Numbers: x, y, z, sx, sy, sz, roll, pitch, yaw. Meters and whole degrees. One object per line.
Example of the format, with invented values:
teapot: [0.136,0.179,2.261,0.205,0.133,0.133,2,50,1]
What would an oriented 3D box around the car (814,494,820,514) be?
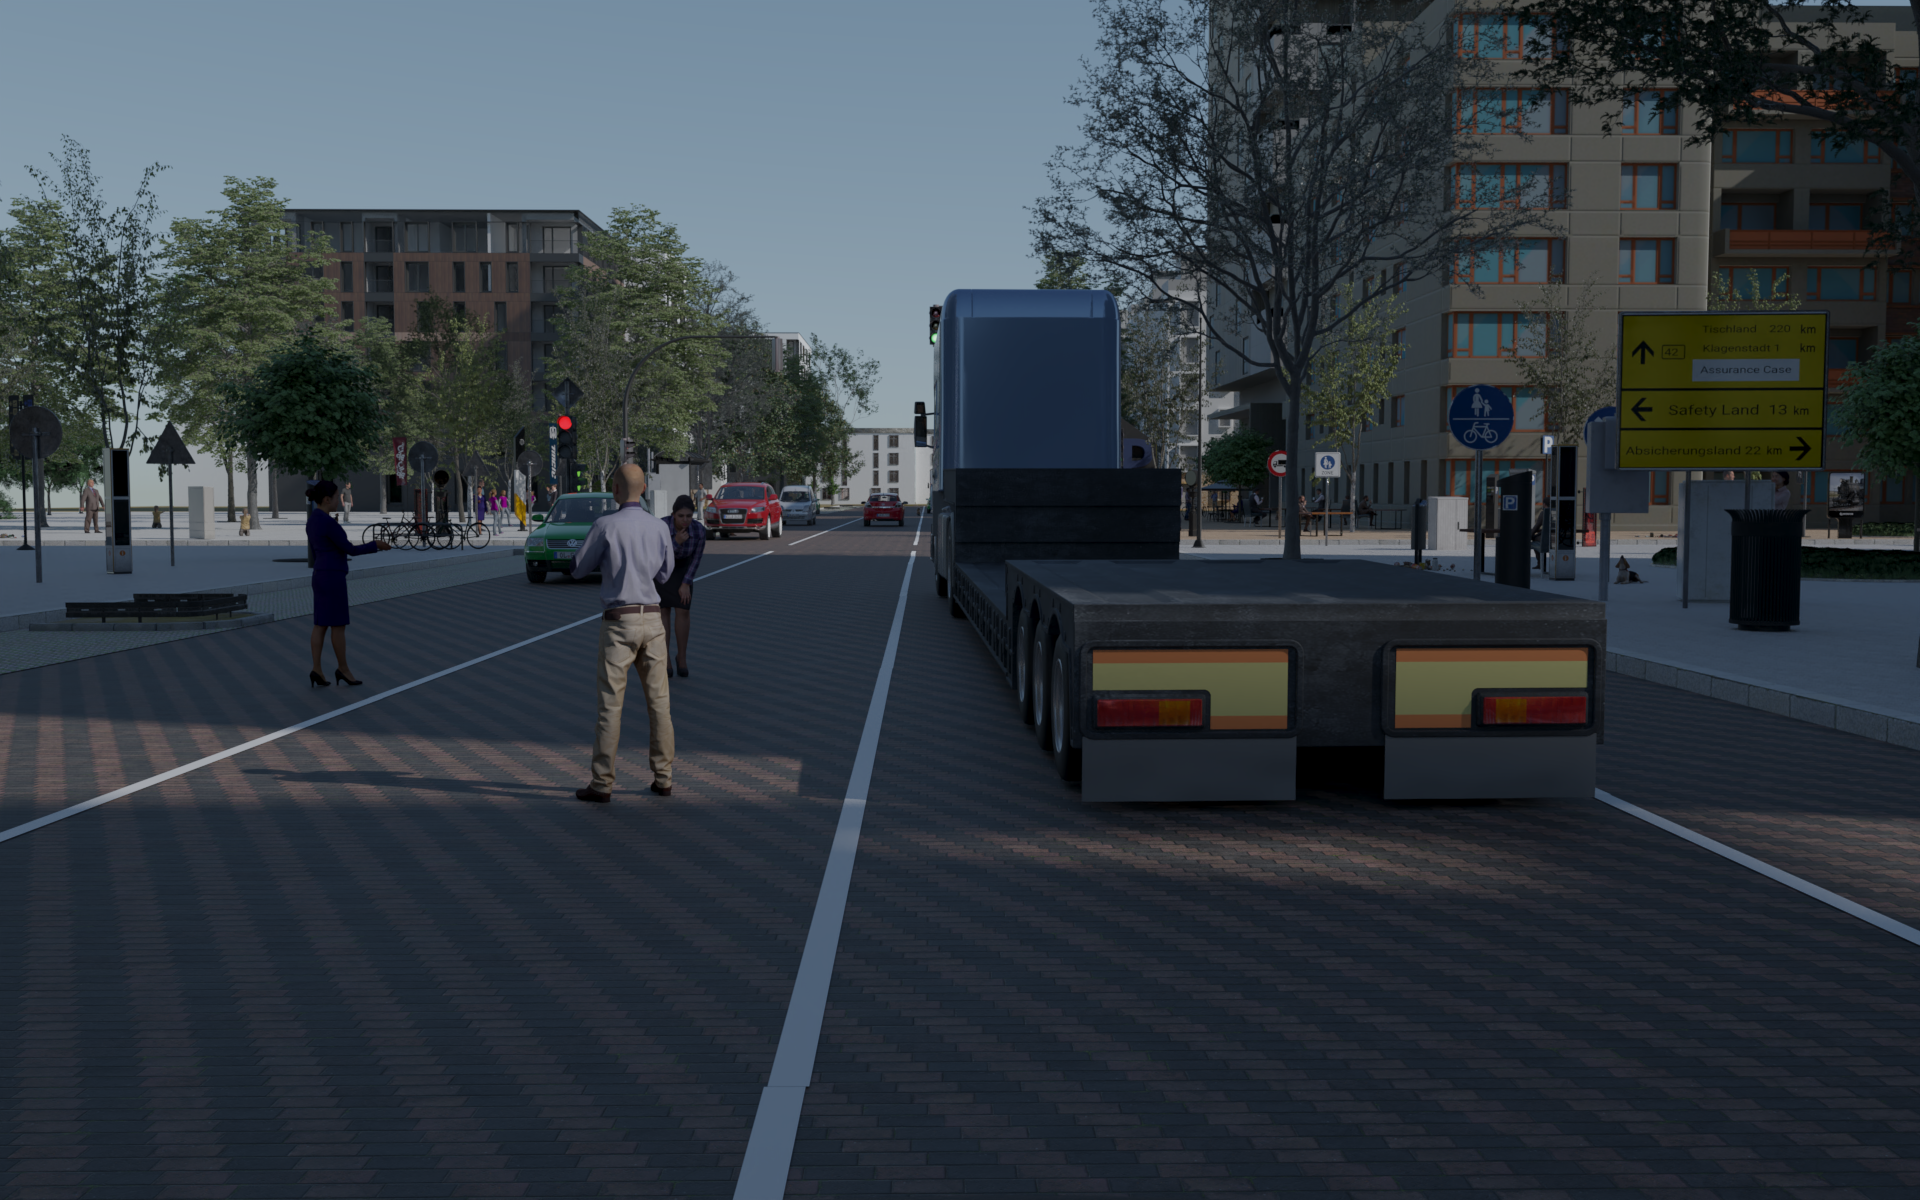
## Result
car: [-10.901,-6.990,123.086,1.959,1.807,4.718,0,4,-2]

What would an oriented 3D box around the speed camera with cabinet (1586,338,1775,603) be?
speed camera with cabinet: [8.588,-1.612,20.693,2.038,3.252,0.660,1,4,15]

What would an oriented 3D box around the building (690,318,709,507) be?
building: [-33.478,-19.437,174.218,16.016,20.091,11.380,0,4,-1]

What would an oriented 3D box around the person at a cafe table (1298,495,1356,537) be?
person at a cafe table: [10.796,-2.580,53.052,1.698,1.238,1.726,-2,4,-32]

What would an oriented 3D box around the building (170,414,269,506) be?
building: [-68.350,-14.873,185.319,28.070,9.664,9.099,0,4,-1]

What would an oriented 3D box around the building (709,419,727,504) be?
building: [-39.389,-14.865,185.197,28.070,9.664,9.099,0,4,-1]

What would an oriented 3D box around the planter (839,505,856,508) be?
planter: [-11.720,-9.642,178.787,1.991,0.319,1.994,0,4,-1]

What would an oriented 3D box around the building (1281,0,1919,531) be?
building: [30.812,-13.922,72.659,28.899,21.520,27.650,0,4,-1]

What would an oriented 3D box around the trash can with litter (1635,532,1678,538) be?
trash can with litter: [21.188,-2.457,51.225,2.233,1.210,1.678,2,4,27]

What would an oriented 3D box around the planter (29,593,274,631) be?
planter: [-8.692,0.133,18.959,1.991,0.319,1.994,0,4,-1]

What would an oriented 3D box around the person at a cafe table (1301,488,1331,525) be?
person at a cafe table: [14.858,-3.960,73.254,1.622,1.524,1.698,0,4,8]

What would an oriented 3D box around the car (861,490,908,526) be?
car: [-3.415,-4.223,78.094,2.155,1.783,4.494,0,4,-1]

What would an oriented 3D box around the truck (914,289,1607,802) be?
truck: [1.234,-1.667,17.014,2.967,4.110,18.799,0,4,-3]

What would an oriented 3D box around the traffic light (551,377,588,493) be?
traffic light: [-9.409,-3.226,41.667,0.839,4.253,0.868,0,4,-1]

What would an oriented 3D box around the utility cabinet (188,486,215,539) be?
utility cabinet: [-21.563,-2.482,49.260,0.318,1.500,1.173,-3,5,-43]

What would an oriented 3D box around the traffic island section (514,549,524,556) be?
traffic island section: [-9.449,-1.194,41.801,2.009,0.180,2.903,0,4,-1]

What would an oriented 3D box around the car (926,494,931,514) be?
car: [-1.580,-7.352,129.008,1.959,1.807,4.718,0,4,-1]

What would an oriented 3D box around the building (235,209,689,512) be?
building: [-38.145,-18.151,140.747,27.936,21.610,32.646,0,4,-1]

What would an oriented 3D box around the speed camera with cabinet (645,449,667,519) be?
speed camera with cabinet: [-13.141,-4.927,74.887,0.660,3.252,2.038,-1,4,-20]

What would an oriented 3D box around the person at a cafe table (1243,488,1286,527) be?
person at a cafe table: [11.819,-3.606,67.467,1.622,1.524,1.698,-2,4,-24]

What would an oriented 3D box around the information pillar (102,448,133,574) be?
information pillar: [-13.515,-1.425,27.790,0.304,2.012,0.304,3,5,43]

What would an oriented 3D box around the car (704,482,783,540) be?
car: [-6.920,-2.870,55.592,2.281,1.827,5.304,0,4,1]

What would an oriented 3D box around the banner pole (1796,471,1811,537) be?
banner pole: [25.060,-3.762,51.531,0.401,3.779,0.863,0,4,2]

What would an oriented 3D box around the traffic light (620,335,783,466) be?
traffic light: [-7.470,-4.591,49.725,4.771,5.953,1.251,0,4,-1]

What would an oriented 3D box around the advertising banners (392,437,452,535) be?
advertising banners: [-16.367,-3.453,52.640,2.074,3.025,0.090,1,4,20]

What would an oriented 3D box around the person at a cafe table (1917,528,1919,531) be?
person at a cafe table: [16.423,-1.154,27.375,1.698,1.524,1.622,0,3,0]

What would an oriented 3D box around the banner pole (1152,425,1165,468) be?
banner pole: [7.091,-4.410,62.116,0.401,3.779,0.863,-2,4,-32]

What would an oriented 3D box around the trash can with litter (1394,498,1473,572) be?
trash can with litter: [8.053,-1.147,29.807,1.678,1.210,2.233,1,4,22]

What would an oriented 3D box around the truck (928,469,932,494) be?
truck: [-2.101,-12.528,193.745,2.839,4.237,11.283,0,4,-2]

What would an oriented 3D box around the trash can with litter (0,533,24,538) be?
trash can with litter: [-28.239,-2.418,50.590,1.678,1.210,2.233,-3,5,-43]

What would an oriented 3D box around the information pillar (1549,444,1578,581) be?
information pillar: [8.942,-1.295,25.672,0.304,2.012,0.304,0,3,0]

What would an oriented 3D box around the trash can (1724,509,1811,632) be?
trash can: [7.590,-0.285,16.319,0.748,1.137,0.748,0,3,0]

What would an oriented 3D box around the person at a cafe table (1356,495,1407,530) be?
person at a cafe table: [15.265,-3.200,63.175,1.726,1.238,1.698,2,4,25]

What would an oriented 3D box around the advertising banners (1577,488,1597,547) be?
advertising banners: [15.270,-2.802,42.007,2.074,3.025,0.090,-2,4,-30]

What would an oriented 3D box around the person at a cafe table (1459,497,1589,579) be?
person at a cafe table: [8.950,-0.991,27.057,1.698,1.238,1.726,0,4,-5]

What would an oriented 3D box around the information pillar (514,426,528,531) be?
information pillar: [-15.132,-4.173,59.581,0.183,3.616,0.504,2,4,28]

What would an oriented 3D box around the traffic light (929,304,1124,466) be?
traffic light: [1.640,-4.103,41.750,4.771,5.953,1.251,0,4,-1]

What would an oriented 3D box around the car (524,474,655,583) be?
car: [-6.165,-1.265,29.480,1.959,1.807,4.718,0,4,-2]

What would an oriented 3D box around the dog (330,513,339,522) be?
dog: [-25.736,-3.327,71.233,0.406,0.507,0.540,-2,4,-24]

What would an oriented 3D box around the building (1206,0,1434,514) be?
building: [31.340,-31.917,111.088,28.713,52.752,27.495,0,4,-1]

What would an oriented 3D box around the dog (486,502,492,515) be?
dog: [-29.006,-5.646,106.685,0.513,0.831,0.800,-1,4,-20]

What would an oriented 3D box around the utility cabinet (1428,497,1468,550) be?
utility cabinet: [11.228,-1.754,39.839,1.020,1.237,0.306,-2,4,-32]

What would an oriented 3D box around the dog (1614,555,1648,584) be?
dog: [9.665,-0.437,24.877,0.748,0.427,0.550,0,4,-6]

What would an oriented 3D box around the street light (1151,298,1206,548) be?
street light: [5.175,-4.203,41.260,1.470,5.913,1.316,0,4,-1]

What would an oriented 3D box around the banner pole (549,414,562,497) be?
banner pole: [-12.562,-3.908,53.907,0.401,3.779,0.863,1,4,17]

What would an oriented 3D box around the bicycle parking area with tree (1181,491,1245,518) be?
bicycle parking area with tree: [16.615,-6.532,93.795,8.231,4.147,9.016,3,5,40]

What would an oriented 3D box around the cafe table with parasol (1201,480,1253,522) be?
cafe table with parasol: [12.311,-4.609,80.215,2.610,1.966,2.610,0,4,-2]
